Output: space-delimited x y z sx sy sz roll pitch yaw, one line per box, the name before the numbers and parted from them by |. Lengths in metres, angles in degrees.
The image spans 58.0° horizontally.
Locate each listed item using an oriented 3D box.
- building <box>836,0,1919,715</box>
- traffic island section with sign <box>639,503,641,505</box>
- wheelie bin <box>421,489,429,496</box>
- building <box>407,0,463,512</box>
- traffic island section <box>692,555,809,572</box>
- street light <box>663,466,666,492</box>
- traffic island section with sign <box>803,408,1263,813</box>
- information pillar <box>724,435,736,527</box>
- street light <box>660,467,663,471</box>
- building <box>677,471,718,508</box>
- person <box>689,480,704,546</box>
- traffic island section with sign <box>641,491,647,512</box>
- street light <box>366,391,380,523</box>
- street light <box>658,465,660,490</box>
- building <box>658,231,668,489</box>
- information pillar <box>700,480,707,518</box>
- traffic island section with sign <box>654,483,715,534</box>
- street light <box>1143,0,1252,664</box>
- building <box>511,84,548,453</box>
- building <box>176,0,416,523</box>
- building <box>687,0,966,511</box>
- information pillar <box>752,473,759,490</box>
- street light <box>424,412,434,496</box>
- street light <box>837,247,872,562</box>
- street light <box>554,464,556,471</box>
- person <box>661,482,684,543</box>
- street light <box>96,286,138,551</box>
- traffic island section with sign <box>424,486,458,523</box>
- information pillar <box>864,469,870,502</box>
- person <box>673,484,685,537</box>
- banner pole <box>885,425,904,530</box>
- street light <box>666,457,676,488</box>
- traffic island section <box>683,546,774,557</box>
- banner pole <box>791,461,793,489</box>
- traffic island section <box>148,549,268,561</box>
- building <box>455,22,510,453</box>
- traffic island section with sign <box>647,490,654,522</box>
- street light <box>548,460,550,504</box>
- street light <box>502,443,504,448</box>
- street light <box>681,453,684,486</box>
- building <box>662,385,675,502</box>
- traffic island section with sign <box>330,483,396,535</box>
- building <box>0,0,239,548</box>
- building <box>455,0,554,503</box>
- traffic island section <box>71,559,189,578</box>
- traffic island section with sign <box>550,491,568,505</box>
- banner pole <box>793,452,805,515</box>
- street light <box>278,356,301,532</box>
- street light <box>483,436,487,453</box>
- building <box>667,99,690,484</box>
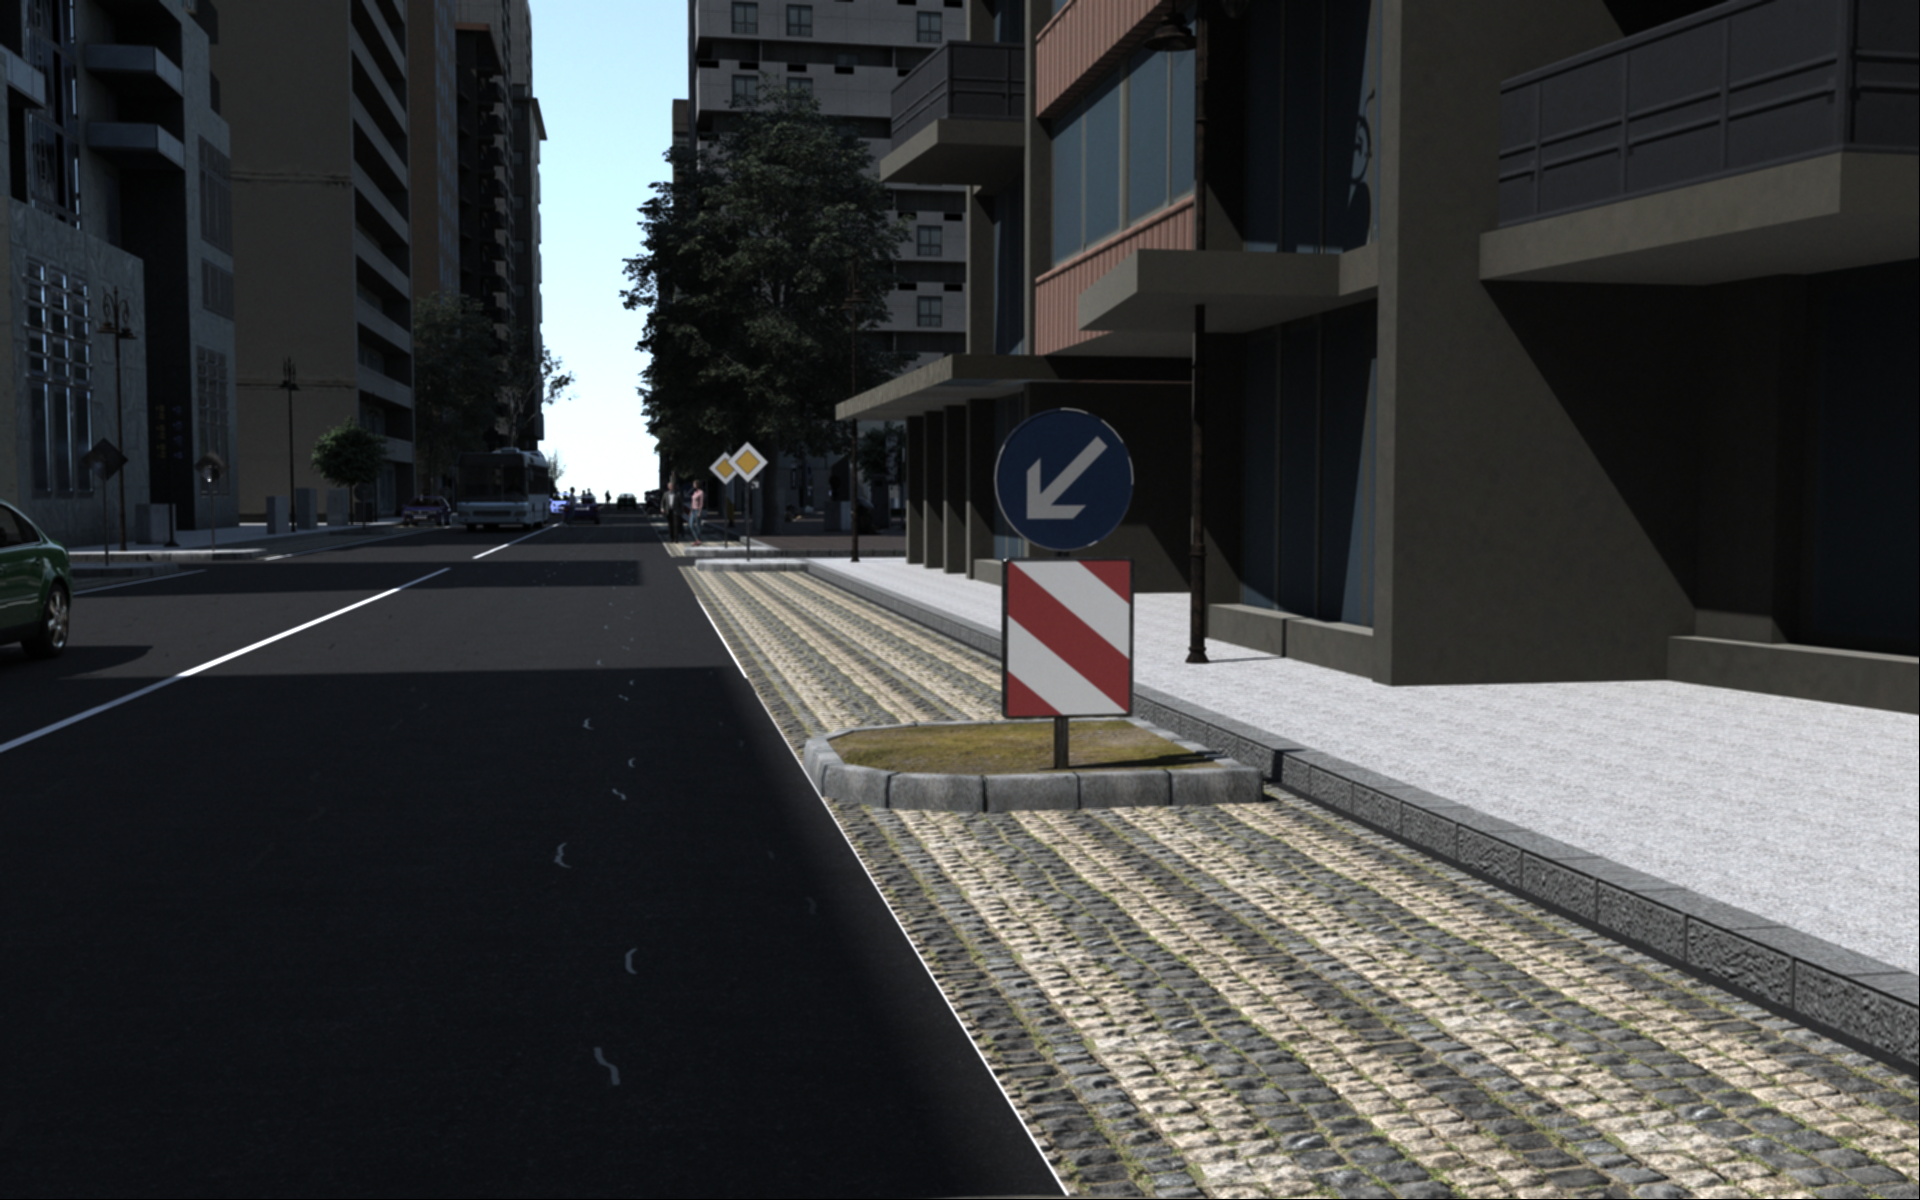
building | 10.785 -22.355 20.126 22.147 44.769 28.867 -1 4 -11
traffic island section with sign | -29.413 -9.604 165.661 1.989 1.847 2.006 -1 4 -11
wheelie bin | -33.906 -6.271 110.431 0.980 1.594 0.693 -1 4 -14
building | -41.763 -28.563 117.108 14.600 45.320 14.200 -1 4 -11
traffic island section | -4.019 -0.660 33.064 2.009 0.180 2.903 -1 4 -11
street light | -35.672 -14.587 211.287 0.468 5.910 1.993 -1 4 -11
traffic island section with sign | 0.240 -0.006 8.726 1.989 1.847 2.006 -1 4 -11
information pillar | -8.894 -4.619 66.874 0.504 3.616 0.183 3 5 43
street light | -39.542 -15.824 231.511 0.468 5.910 1.993 -1 4 -11
building | -16.773 -44.500 165.835 20.563 71.187 20.611 -1 4 -11
person | -7.267 -2.397 47.696 0.555 1.821 0.388 3 5 39
traffic island section with sign | -24.401 -7.984 139.174 1.989 1.847 2.006 -1 4 -11
street light | -26.329 -6.428 77.891 0.468 5.910 1.993 -1 4 -11
street light | -43.264 -17.040 251.393 0.468 5.910 1.993 -1 4 -11
building | -39.179 -35.613 265.870 14.154 41.232 14.086 -1 4 -11
information pillar | -13.491 -5.299 91.124 0.304 2.012 0.304 -2 4 -24
traffic island section with sign | -9.831 -3.267 62.038 1.989 1.847 2.006 -1 4 -11
street light | 1.806 -2.460 13.006 0.468 5.910 1.993 -1 4 -11
building | -68.524 -38.879 224.914 28.713 52.752 27.495 -1 4 -11
building | -39.112 -28.137 83.745 21.300 48.544 21.600 -1 4 -11
building | -8.399 -33.876 143.103 28.713 52.752 27.495 -1 4 -11
information pillar | -13.505 -7.524 114.365 0.504 3.616 0.183 0 4 0
street light | -29.989 -7.655 97.953 0.468 5.910 1.993 -1 4 -11
street light | -1.986 -3.660 32.634 0.468 5.910 1.993 -1 4 -11
street light | -59.784 -17.301 255.651 0.468 5.910 1.993 -1 4 -11
person | -8.336 -2.525 50.183 0.661 1.777 0.834 -1 4 -9
street light | -18.749 -4.027 38.634 0.468 5.910 1.993 -1 4 -11
traffic island section with sign | -25.977 -4.827 87.547 1.989 1.847 2.006 -1 4 -11
information pillar | -4.994 -6.215 92.965 0.183 3.616 0.504 -3 4 -39
person | -9.375 -2.961 57.330 0.576 1.772 0.534 1 4 10
banner pole | -2.316 -4.437 62.568 0.863 3.779 0.401 -1 4 -22
street light | -31.621 -13.279 189.901 0.468 5.910 1.993 -1 4 -11
traffic island section | -5.501 -1.139 40.911 2.009 0.180 2.903 -1 4 -11
banner pole | -10.944 -7.683 115.638 0.863 3.779 0.401 -2 4 -31
traffic island section | -16.745 -1.010 38.799 2.009 0.180 2.903 -1 4 -11
building | -53.199 -30.780 157.882 22.147 44.769 28.867 -1 4 -11
traffic island section with sign | -15.043 -4.952 89.599 1.989 1.847 2.006 -1 4 -11
street light | -55.823 -16.048 235.169 0.468 5.910 1.993 -1 4 -11
street light | -40.582 -11.085 154.028 0.468 5.910 1.993 -1 4 -11
street light | -24.174 -10.866 150.443 0.468 5.910 1.993 -1 4 -11
building | -28.055 -24.516 245.873 27.650 21.520 28.899 -1 4 -11
traffic island section with sign | -20.879 -3.182 60.646 1.989 1.847 2.006 -1 4 -11
building | -34.343 -44.991 48.279 22.319 86.520 31.000 -1 4 -11
building | -69.526 -49.583 248.936 20.563 71.187 20.611 -1 4 -11
traffic island section | -15.263 -0.530 30.952 2.009 0.180 2.903 -1 4 -11
traffic island section with sign | -50.641 -12.811 218.091 1.989 1.847 2.006 -1 4 -11
banner pole | -9.489 -6.970 103.975 0.401 3.779 0.863 -3 4 -38
street light | -22.499 -5.228 58.270 0.468 5.910 1.993 -1 4 -11
street light | -36.878 -9.884 134.383 0.468 5.910 1.993 -1 4 -11
building | -23.309 -30.590 183.748 14.154 41.232 14.086 -1 4 -11
